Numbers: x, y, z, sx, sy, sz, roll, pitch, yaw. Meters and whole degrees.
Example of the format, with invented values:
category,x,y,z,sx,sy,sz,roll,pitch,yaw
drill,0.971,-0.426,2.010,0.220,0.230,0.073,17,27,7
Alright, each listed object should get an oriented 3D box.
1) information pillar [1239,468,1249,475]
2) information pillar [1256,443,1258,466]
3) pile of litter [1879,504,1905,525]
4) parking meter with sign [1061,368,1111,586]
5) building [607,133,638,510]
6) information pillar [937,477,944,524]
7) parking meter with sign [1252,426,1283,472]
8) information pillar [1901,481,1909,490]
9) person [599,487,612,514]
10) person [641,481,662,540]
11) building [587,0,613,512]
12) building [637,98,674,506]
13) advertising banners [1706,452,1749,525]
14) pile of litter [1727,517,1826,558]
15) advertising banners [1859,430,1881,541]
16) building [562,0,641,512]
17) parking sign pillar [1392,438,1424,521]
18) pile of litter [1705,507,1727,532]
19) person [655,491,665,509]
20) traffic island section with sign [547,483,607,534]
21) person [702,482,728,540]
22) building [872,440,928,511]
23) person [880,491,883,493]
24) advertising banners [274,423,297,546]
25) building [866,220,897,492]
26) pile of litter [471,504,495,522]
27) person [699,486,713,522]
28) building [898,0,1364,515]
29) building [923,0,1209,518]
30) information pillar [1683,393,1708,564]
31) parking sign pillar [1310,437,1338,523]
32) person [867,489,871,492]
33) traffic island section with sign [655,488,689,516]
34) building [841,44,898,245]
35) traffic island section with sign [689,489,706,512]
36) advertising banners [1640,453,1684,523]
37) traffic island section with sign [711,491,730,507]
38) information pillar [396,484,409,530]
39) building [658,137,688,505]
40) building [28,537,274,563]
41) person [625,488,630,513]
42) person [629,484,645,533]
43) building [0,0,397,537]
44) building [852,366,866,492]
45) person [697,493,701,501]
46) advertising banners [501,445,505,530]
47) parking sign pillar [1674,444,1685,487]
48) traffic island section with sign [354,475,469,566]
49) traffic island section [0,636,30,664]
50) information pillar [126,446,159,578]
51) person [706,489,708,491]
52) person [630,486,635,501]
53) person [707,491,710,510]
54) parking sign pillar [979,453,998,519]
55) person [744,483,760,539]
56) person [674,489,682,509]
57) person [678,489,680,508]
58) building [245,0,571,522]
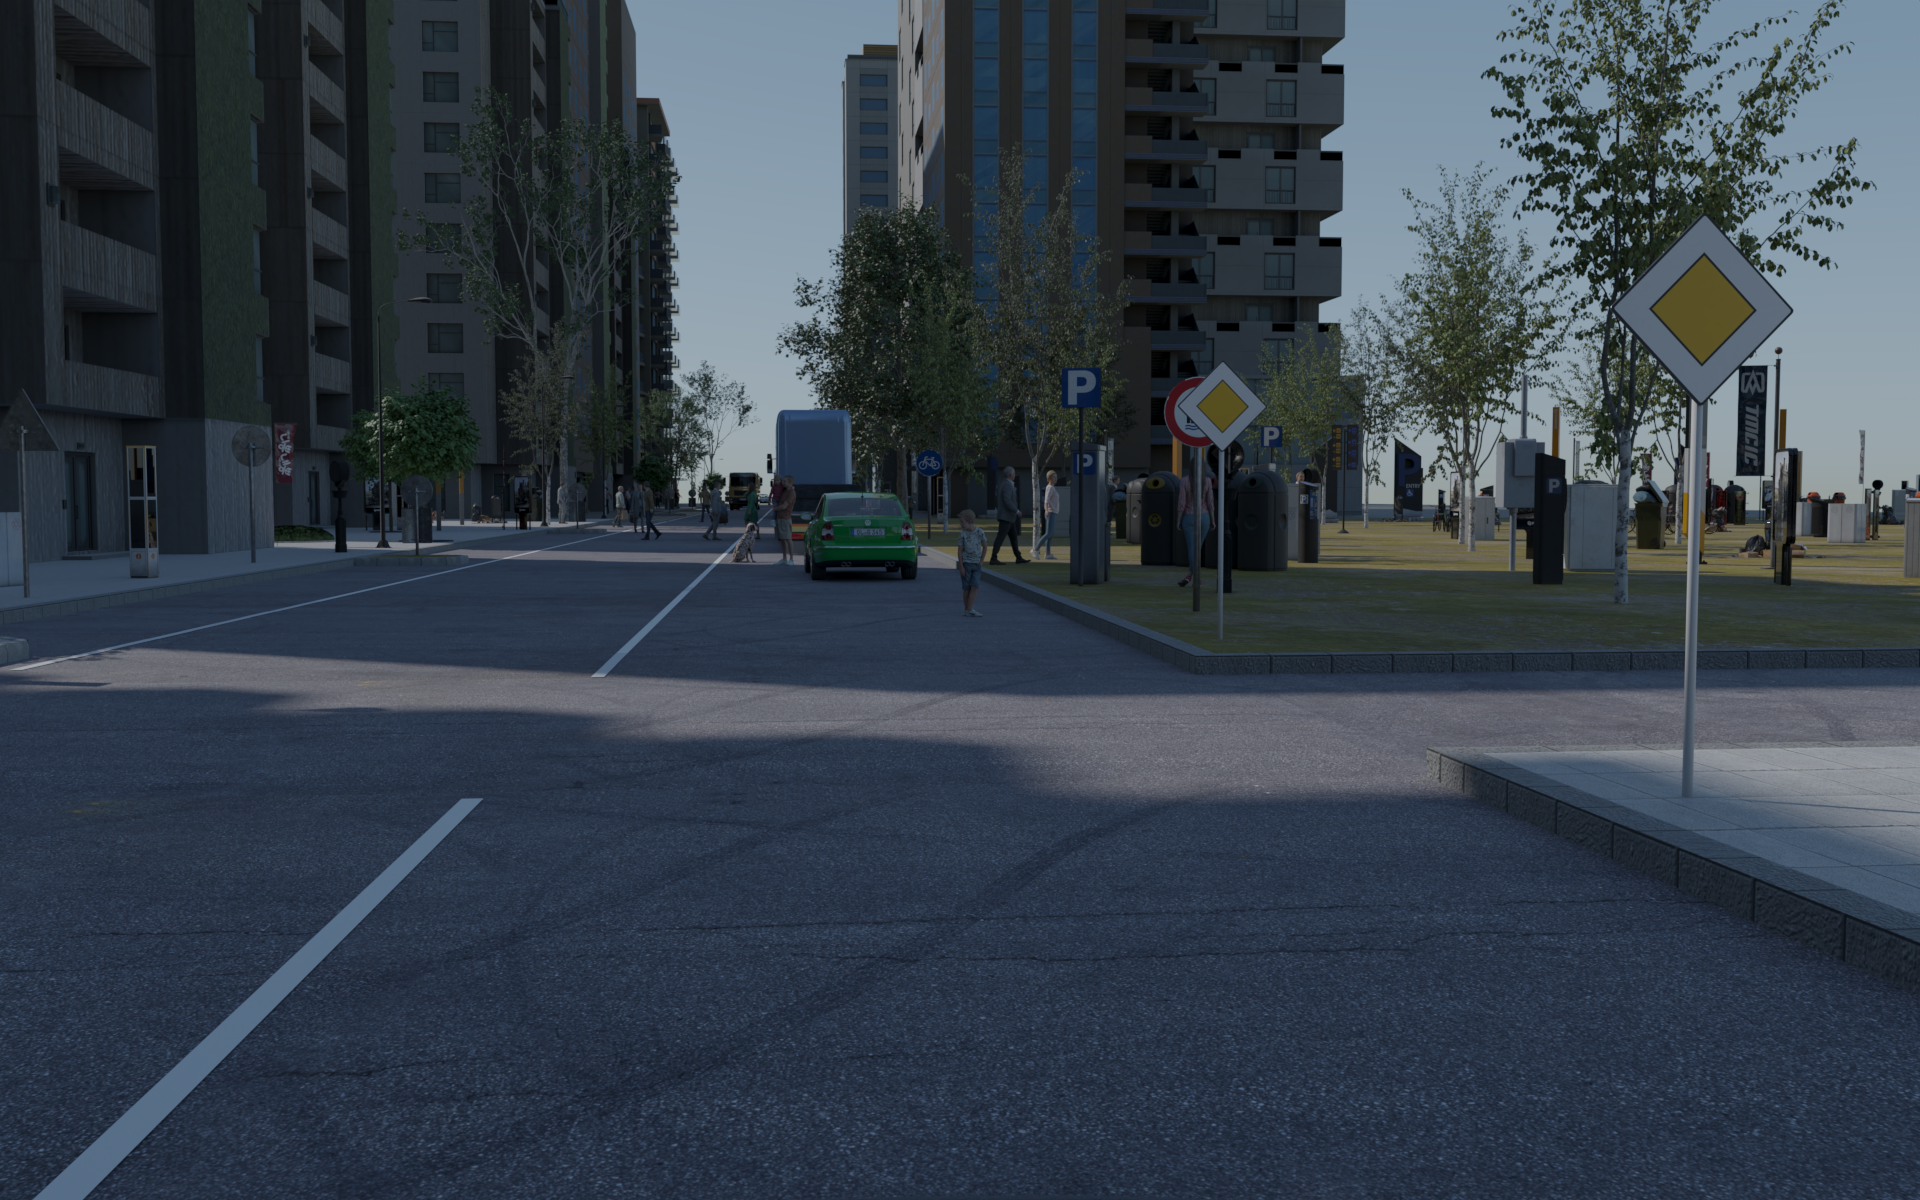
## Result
category,x,y,z,sx,sy,sz,roll,pitch,yaw
information pillar,7.971,-2.719,48.942,0.304,2.012,0.304,-1,4,-12
information pillar,13.535,-5.357,78.942,0.183,3.616,0.504,0,4,8
pile of litter,38.956,-3.573,72.391,1.176,0.858,1.719,0,4,5
parking meter with sign,1.855,-1.745,24.795,0.543,3.016,1.738,1,4,12
building,-33.474,-22.413,138.146,14.160,30.474,14.107,0,4,-6
information pillar,-0.813,-4.309,74.938,0.304,2.012,0.304,1,4,10
parking meter with sign,7.620,-2.894,43.582,0.543,3.016,1.738,2,4,24
information pillar,51.338,-5.483,94.144,0.304,2.012,0.304,3,5,40
person,-22.888,-6.426,111.817,0.721,1.736,1.217,2,4,33
person,-9.712,-2.803,54.242,0.656,1.842,0.836,3,5,43
building,-32.804,-26.905,123.493,14.154,41.232,14.086,0,4,-6
building,-42.764,-32.579,187.283,22.147,44.769,28.867,0,4,-6
advertising banners,31.575,-4.622,71.751,2.074,3.025,0.090,3,5,41
pile of litter,16.567,-1.286,34.998,1.719,0.858,1.176,2,4,31
advertising banners,25.132,-3.162,47.891,0.090,3.025,2.074,3,5,43
building,-35.756,-30.676,151.664,14.600,45.320,14.200,0,4,-6
parking sign pillar,21.501,-5.782,83.016,1.447,3.967,1.447,0,4,-4
pile of litter,25.510,-2.739,58.746,1.176,0.858,1.719,1,4,15
person,-26.771,-8.987,153.685,1.217,1.736,0.721,1,4,17
traffic island section with sign,-13.938,-3.335,63.154,1.989,1.847,2.006,0,4,-6
person,-7.572,-2.764,53.812,0.853,1.813,0.709,-1,4,-22
building,4.346,-51.033,147.053,22.319,86.520,31.000,0,4,-6
person,-5.898,-7.303,125.536,1.348,1.812,0.705,-1,4,-22
advertising banners,-17.217,-2.814,42.193,2.074,3.025,0.090,-2,4,-28
building,-3.172,-25.268,184.836,14.160,30.474,14.107,0,4,-6
pile of litter,-22.275,-4.084,80.738,1.176,0.858,1.719,0,4,1
person,-12.964,-4.903,88.579,0.836,1.842,0.656,2,4,27
building,9.949,-32.396,118.913,28.713,52.752,27.495,0,4,-6
building,5.367,-27.380,97.774,14.600,45.320,14.200,0,4,-6
information pillar,13.385,-2.455,31.496,0.504,3.616,0.183,-2,4,-26
parking sign pillar,16.075,-5.405,76.847,1.447,3.967,1.447,-1,4,-17
person,-7.948,-8.837,151.203,0.621,1.740,0.551,2,4,28
traffic island section with sign,-18.955,-6.405,113.357,1.989,1.847,2.006,0,4,-6
building,-5.347,-42.389,235.062,21.231,58.520,28.212,0,4,-6
traffic island section with sign,-21.645,-8.063,140.456,1.989,1.847,2.006,0,4,-6
advertising banners,30.096,-4.762,74.044,2.074,3.025,0.090,0,4,5
traffic island section with sign,-27.152,-11.452,195.872,1.989,1.847,2.006,0,4,-6
information pillar,-19.814,-3.490,61.553,0.304,2.012,0.304,2,4,27
building,-46.677,-36.508,216.516,23.786,49.044,30.456,0,4,-6
building,-22.786,-15.993,33.191,14.160,30.474,14.107,0,4,-6
person,-22.040,-6.622,115.244,0.436,1.711,0.756,0,4,1
person,-11.880,-3.397,64.140,0.694,1.812,0.767,-1,4,-18
building,-29.100,-17.789,62.552,14.160,30.474,14.107,0,4,-6
building,0.430,-22.170,207.516,27.650,21.520,28.899,0,4,-6
person,-35.827,-14.095,237.963,0.593,1.643,0.415,-3,5,-42
advertising banners,-16.415,-4.042,62.267,0.090,3.025,2.074,-1,4,-17
parking sign pillar,38.067,-6.252,90.700,1.447,3.967,1.447,-2,4,-30
traffic island section with sign,-11.183,-1.644,35.503,1.989,1.847,2.006,0,4,-6
traffic island section,-9.047,0.497,14.161,2.009,0.180,2.903,0,4,-6
information pillar,-12.461,-1.341,26.411,0.304,2.012,0.304,0,4,6
person,-29.882,-12.160,204.495,0.705,1.869,1.348,0,4,1
person,-22.950,-7.083,121.832,0.705,1.826,1.348,1,4,15
person,-23.392,-9.215,159.692,0.750,1.759,0.617,-2,4,-25
parking sign pillar,1.689,-6.236,90.425,1.447,3.967,1.447,0,4,7
person,-6.575,-2.816,54.796,0.529,1.795,0.600,-1,4,-12
person,-24.933,-8.905,152.458,0.721,1.723,1.217,3,5,39
person,-25.974,-9.381,160.141,0.721,1.743,1.217,0,4,-8
building,-29.087,-19.746,94.543,14.160,30.474,14.107,0,4,-6
